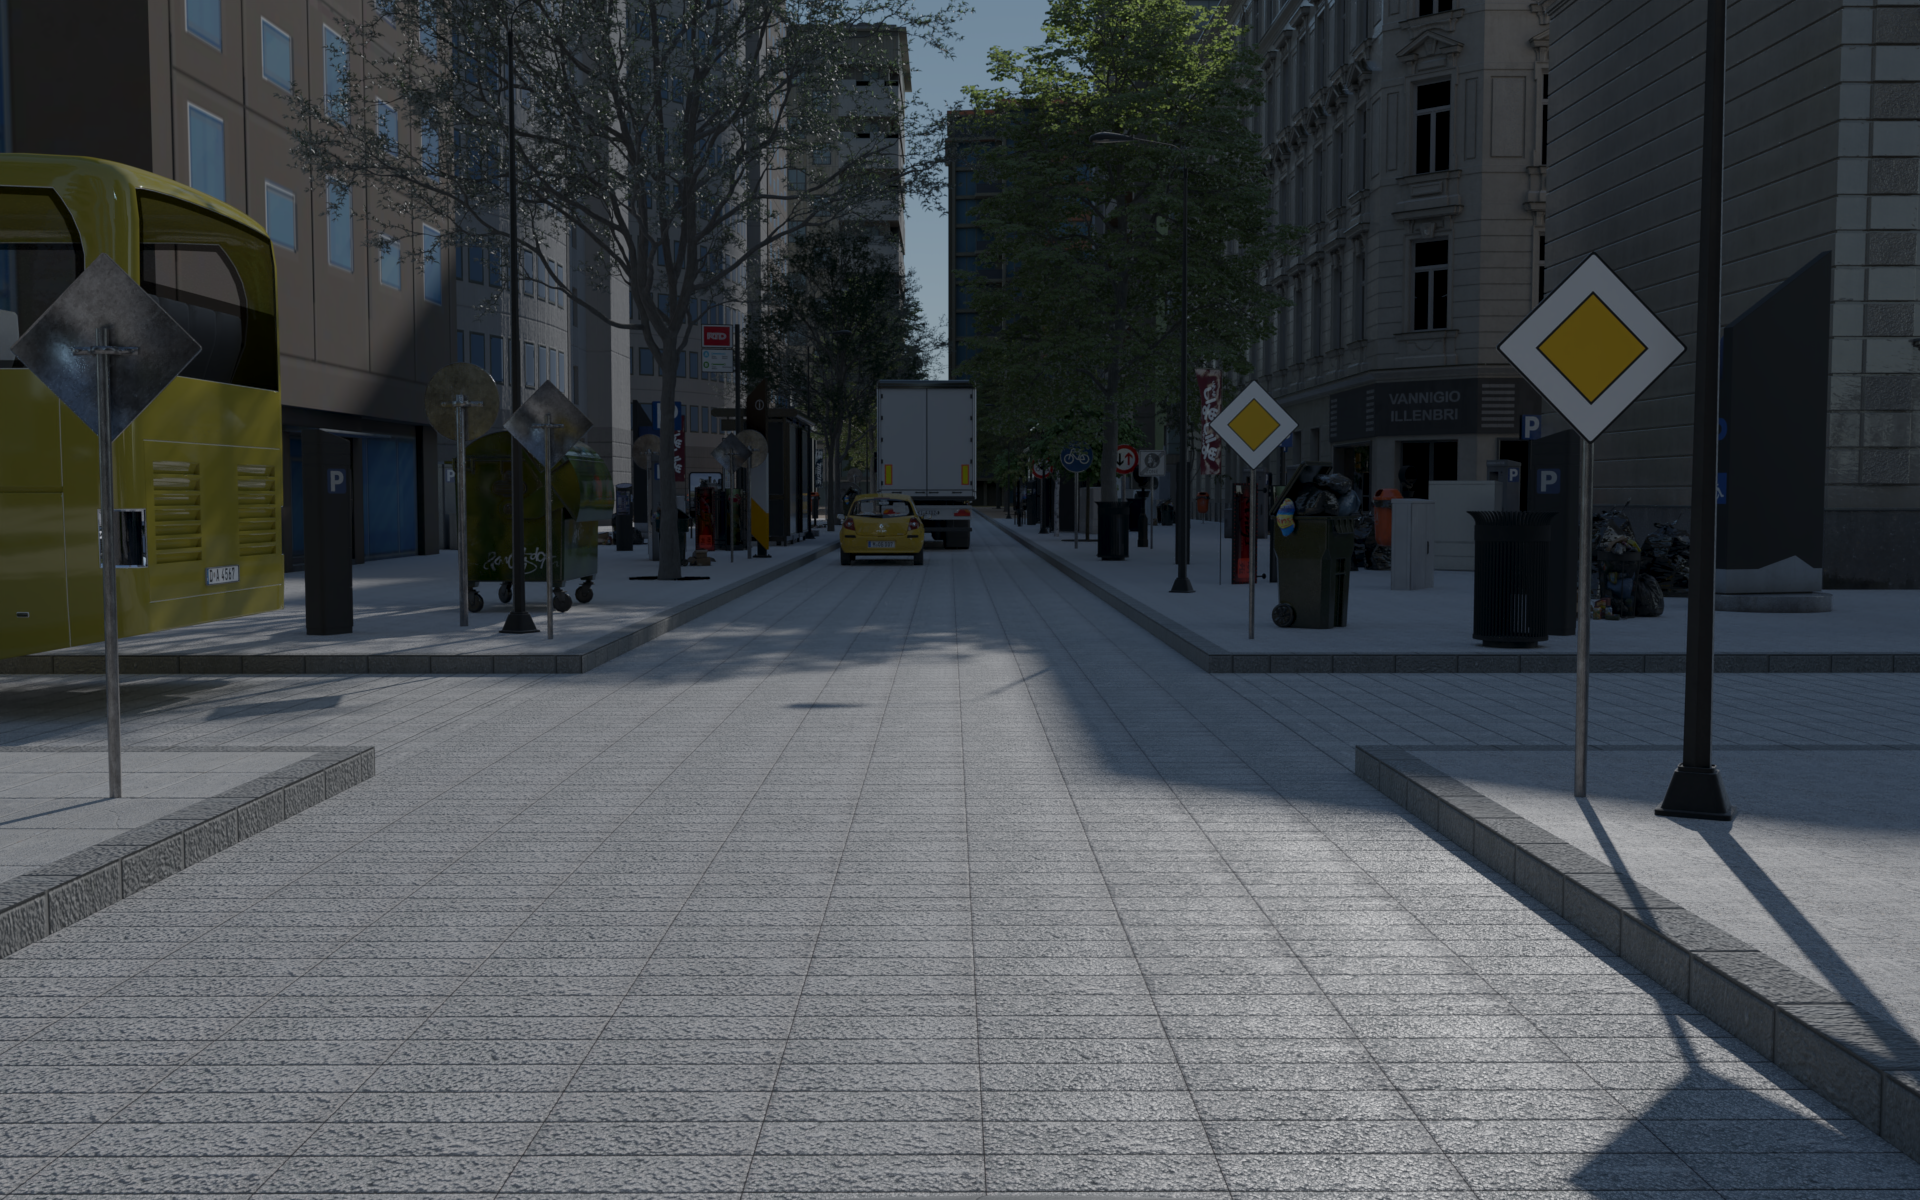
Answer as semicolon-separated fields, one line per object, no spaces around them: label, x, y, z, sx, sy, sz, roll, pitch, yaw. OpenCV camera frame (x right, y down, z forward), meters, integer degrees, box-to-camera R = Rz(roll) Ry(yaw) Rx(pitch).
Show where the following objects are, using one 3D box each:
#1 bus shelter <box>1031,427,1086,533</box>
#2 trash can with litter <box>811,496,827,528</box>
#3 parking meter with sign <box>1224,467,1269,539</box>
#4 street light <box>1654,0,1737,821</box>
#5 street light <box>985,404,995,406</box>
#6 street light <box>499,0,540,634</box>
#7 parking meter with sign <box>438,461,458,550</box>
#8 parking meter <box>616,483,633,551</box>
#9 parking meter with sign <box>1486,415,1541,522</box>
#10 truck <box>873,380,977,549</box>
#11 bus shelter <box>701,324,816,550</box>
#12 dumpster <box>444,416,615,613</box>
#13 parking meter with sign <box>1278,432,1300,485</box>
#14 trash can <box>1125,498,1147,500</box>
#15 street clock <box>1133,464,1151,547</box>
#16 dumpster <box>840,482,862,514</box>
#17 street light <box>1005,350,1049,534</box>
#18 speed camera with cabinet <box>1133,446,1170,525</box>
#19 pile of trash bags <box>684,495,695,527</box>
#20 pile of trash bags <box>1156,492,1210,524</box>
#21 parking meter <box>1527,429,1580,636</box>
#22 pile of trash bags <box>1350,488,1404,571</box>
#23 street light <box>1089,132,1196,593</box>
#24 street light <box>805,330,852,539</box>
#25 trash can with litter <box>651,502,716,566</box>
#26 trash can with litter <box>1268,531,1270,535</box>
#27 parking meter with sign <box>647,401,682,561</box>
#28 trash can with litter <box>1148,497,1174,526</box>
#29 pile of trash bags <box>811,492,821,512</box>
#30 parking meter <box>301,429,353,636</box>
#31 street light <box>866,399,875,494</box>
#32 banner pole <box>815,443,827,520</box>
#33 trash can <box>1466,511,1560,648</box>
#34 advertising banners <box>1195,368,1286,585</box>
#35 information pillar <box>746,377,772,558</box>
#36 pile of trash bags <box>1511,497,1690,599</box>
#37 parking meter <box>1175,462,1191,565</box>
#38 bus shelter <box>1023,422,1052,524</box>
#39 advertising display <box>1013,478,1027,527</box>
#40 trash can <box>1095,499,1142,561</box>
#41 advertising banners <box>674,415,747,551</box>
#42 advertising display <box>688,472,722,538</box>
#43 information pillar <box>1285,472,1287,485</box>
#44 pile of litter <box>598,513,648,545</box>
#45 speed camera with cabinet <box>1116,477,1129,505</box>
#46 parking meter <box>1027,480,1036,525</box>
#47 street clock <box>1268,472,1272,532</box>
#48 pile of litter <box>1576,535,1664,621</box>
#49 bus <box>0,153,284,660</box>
bus shelter;3.453;-4.228;60.411;1.731;3.624;6.357;0;4;0
trash can with litter;-5.621;-3.332;65.528;1.678;1.210;2.233;0;3;0
parking meter with sign;8.489;-3.276;49.816;1.738;3.016;0.543;1;4;23
street light;2.419;-2.095;6.790;1.470;5.913;1.316;0;4;0
street light;1.982;-7.152;89.477;1.470;5.913;1.316;0;4;0
street light;-3.540;-2.650;15.863;1.470;5.913;1.316;0;4;0
parking meter with sign;-12.012;-2.683;40.127;1.738;3.016;0.543;3;4;36
parking meter;-7.571;-1.875;39.068;0.372;1.533;0.369;0;3;0
parking meter with sign;12.210;-2.608;38.899;0.543;3.016;1.738;-2;4;-23
truck;-1.036;-3.625;48.189;2.839;4.237;11.283;0;4;-2
bus shelter;-5.038;-4.035;43.608;2.179;5.291;8.768;0;4;-1
dumpster;-4.812;-1.037;19.452;1.502;2.255;1.985;0;4;0
parking meter with sign;8.494;-2.878;43.309;0.543;3.016;1.738;-1;4;-21
trash can;6.020;-2.908;59.202;0.748;1.137;0.748;0;3;0
street clock;4.415;-2.275;41.765;0.358;2.002;0.471;-3;5;-45
dumpster;-5.236;-4.596;80.908;1.264;1.857;1.865;0;4;0
street light;2.164;-5.094;55.832;1.470;5.913;1.316;0;4;0
speed camera with cabinet;7.908;-4.721;71.523;0.660;3.252;2.038;-2;4;-25
pile of trash bags;-11.380;-3.540;67.636;1.912;1.369;3.447;0;4;-2
pile of trash bags;9.169;-4.020;75.472;3.447;1.369;1.912;1;4;12
parking meter;5.407;-0.617;15.798;0.255;1.863;0.399;-3;5;-43
pile of trash bags;6.782;-1.183;29.091;1.912;1.369;3.447;0;4;-3
street light;2.359;-3.051;22.427;1.470;5.913;1.316;0;4;0
street light;-3.758;-4.693;49.269;1.470;5.913;1.316;0;4;0
trash can with litter;-4.935;-1.193;30.895;1.055;1.170;0.624;-2;4;-35
trash can with litter;9.974;-2.667;54.655;1.678;1.210;2.233;-2;4;-33
parking meter with sign;-5.752;-2.271;33.393;0.543;3.016;1.738;-1;4;-17
trash can with litter;8.130;-3.584;69.986;1.055;1.170;0.624;1;4;12
pile of trash bags;-8.182;-4.387;81.472;3.447;1.369;1.912;1;4;17
parking meter;-5.779;-0.620;15.850;0.255;1.863;0.399;2;4;25
street light;-3.899;-6.736;82.675;1.470;5.913;1.316;0;4;0
banner pole;-6.715;-5.764;84.264;0.863;3.779;0.401;2;4;30
trash can;4.640;-0.179;14.575;0.748;1.137;0.748;0;3;0
advertising banners;4.082;-1.740;24.641;2.074;3.025;0.090;-3;4;-36
information pillar;-4.060;-2.659;34.828;0.504;3.616;0.183;2;4;27
pile of trash bags;8.869;-0.760;22.186;3.447;1.369;1.912;-1;4;-10
parking meter;4.070;-1.586;31.635;0.255;1.863;0.399;0;4;5
bus shelter;4.026;-6.181;78.697;2.179;5.291;8.768;0;4;0
advertising display;2.533;-4.148;73.033;0.123;1.923;0.974;2;4;32
trash can;2.959;-1.332;33.433;0.748;1.137;0.748;0;3;0
advertising banners;-5.665;-2.594;38.604;2.074;3.025;0.090;-3;4;-38
advertising display;-7.369;-2.751;50.189;0.974;1.923;0.123;-1;4;-18
information pillar;10.978;-3.236;57.407;0.304;2.012;0.304;-2;4;-26
pile of litter;-8.732;-1.829;43.863;1.719;0.858;1.176;-1;4;-15
speed camera with cabinet;8.837;-5.860;90.154;2.038;3.252;0.660;-3;5;-44
parking meter;2.940;-4.013;71.323;0.255;1.863;0.399;2;4;32
street clock;10.244;-3.246;57.635;0.358;2.002;0.471;0;4;2
pile of litter;6.653;-0.255;18.139;1.719;0.858;1.176;-1;4;-21
bus;-11.209;-1.239;11.811;12.252;3.916;2.896;0;4;-1
